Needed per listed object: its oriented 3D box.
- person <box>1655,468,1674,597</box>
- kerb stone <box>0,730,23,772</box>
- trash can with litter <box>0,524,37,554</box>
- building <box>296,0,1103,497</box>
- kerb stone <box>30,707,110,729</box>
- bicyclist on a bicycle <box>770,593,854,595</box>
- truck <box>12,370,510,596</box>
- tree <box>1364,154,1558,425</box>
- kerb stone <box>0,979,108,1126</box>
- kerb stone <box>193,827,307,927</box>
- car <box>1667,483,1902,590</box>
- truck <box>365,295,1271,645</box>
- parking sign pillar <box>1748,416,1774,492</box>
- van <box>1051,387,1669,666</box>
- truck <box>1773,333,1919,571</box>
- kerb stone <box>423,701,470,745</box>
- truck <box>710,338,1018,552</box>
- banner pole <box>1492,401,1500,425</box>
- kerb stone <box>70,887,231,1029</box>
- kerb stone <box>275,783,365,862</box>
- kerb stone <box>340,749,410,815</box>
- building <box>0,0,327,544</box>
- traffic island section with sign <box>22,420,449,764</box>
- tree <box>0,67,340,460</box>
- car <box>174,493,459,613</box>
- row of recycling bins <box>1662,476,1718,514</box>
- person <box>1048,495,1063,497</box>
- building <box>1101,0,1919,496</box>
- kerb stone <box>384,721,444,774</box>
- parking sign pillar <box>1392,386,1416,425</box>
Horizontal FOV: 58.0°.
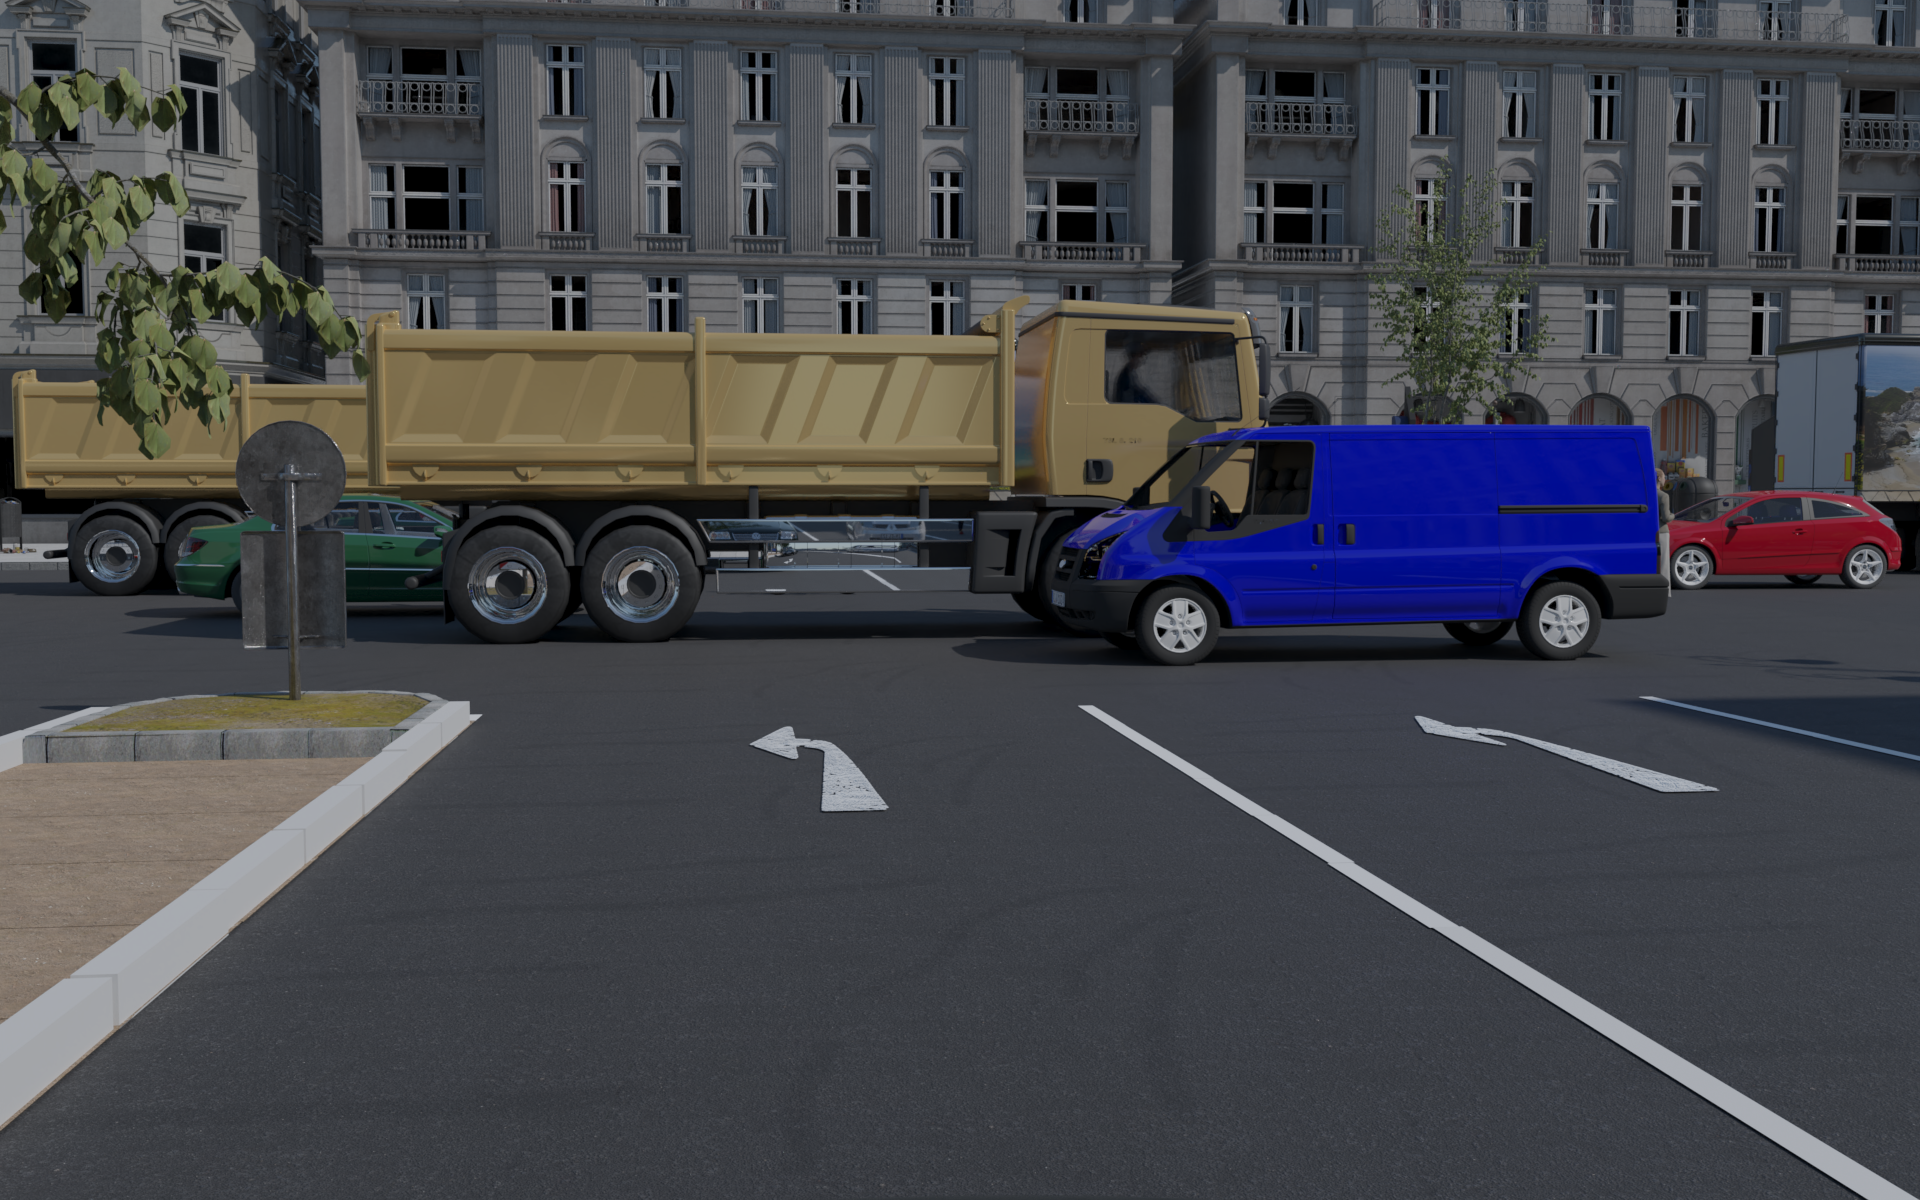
[{"bbox_3d":[8.706,-0.771,21.660,0.362,1.759,0.519,-2,4,-29],"label":"person"},{"bbox_3d":[-4.979,0.812,8.914,0.120,0.150,1.000,0,4,-7],"label":"kerb stone"},{"bbox_3d":[-20.895,-1.608,37.351,1.678,1.210,2.233,1,4,21],"label":"trash can with litter"},{"bbox_3d":[-6.213,-12.920,53.047,24.055,21.916,13.314,0,4,-7],"label":"building"},{"bbox_3d":[-5.100,0.750,9.933,0.120,0.150,1.000,0,4,-7],"label":"kerb stone"},{"bbox_3d":[-2.099,-0.892,24.599,1.625,1.676,1.499,0,4,-7],"label":"bicyclist on a bicycle"},{"bbox_3d":[-8.436,-1.829,25.831,9.791,3.379,3.469,0,4,-8],"label":"truck"},{"bbox_3d":[10.883,-5.401,38.664,4.737,8.622,4.395,0,3,0],"label":"tree"},{"bbox_3d":[-2.247,1.107,4.099,0.120,0.150,1.000,0,4,-7],"label":"kerb stone"},{"bbox_3d":[-2.512,0.986,6.138,0.120,0.150,1.000,0,4,-7],"label":"kerb stone"},{"bbox_3d":[12.127,-1.085,26.781,4.494,1.783,2.155,0,4,-5],"label":"car"},{"bbox_3d":[-0.873,-1.353,18.047,9.791,3.379,3.469,0,4,-7],"label":"truck"},{"bbox_3d":[22.908,-3.684,48.702,1.447,3.967,1.447,1,4,14],"label":"parking sign pillar"},{"bbox_3d":[3.442,-0.679,15.482,5.245,2.365,2.240,0,4,-8],"label":"van"},{"bbox_3d":[20.966,-2.648,32.216,11.283,4.237,2.839,-1,4,-9],"label":"truck"},{"bbox_3d":[-3.032,0.733,10.218,0.120,0.150,1.000,0,4,-7],"label":"kerb stone"},{"bbox_3d":[-4.669,-2.615,31.667,11.283,4.237,2.839,0,4,-6],"label":"truck"},{"bbox_3d":[14.431,-3.465,46.667,0.401,3.779,0.863,2,4,30],"label":"banner pole"},{"bbox_3d":[-2.374,1.044,5.122,0.120,0.150,1.000,0,4,-7],"label":"kerb stone"},{"bbox_3d":[-2.640,0.924,7.155,0.120,0.150,1.000,0,4,-7],"label":"kerb stone"},{"bbox_3d":[-2.765,0.863,8.175,0.120,0.150,1.000,0,4,-7],"label":"kerb stone"},{"bbox_3d":[-40.914,-16.699,49.440,44.131,29.872,17.030,0,4,-7],"label":"building"},{"bbox_3d":[-4.086,-0.126,10.193,2.006,1.907,1.989,0,4,-7],"label":"traffic island section with sign"},{"bbox_3d":[-3.126,-3.138,4.120,4.737,8.622,4.395,0,3,0],"label":"tree"},{"bbox_3d":[-6.797,-0.557,20.909,4.920,1.459,2.131,-1,4,-8],"label":"car"},{"bbox_3d":[17.720,-2.135,42.021,1.069,1.692,3.534,1,4,15],"label":"row of recycling bins"},{"bbox_3d":[1.220,-0.607,20.632,0.471,1.553,0.569,3,5,40],"label":"person"},{"bbox_3d":[17.852,-13.077,55.608,24.055,21.916,13.314,0,4,-7],"label":"building"},{"bbox_3d":[-2.904,0.795,9.199,0.120,0.150,1.000,0,4,-7],"label":"kerb stone"},{"bbox_3d":[10.965,-3.323,42.809,1.447,3.967,1.447,1,4,8],"label":"parking sign pillar"}]
